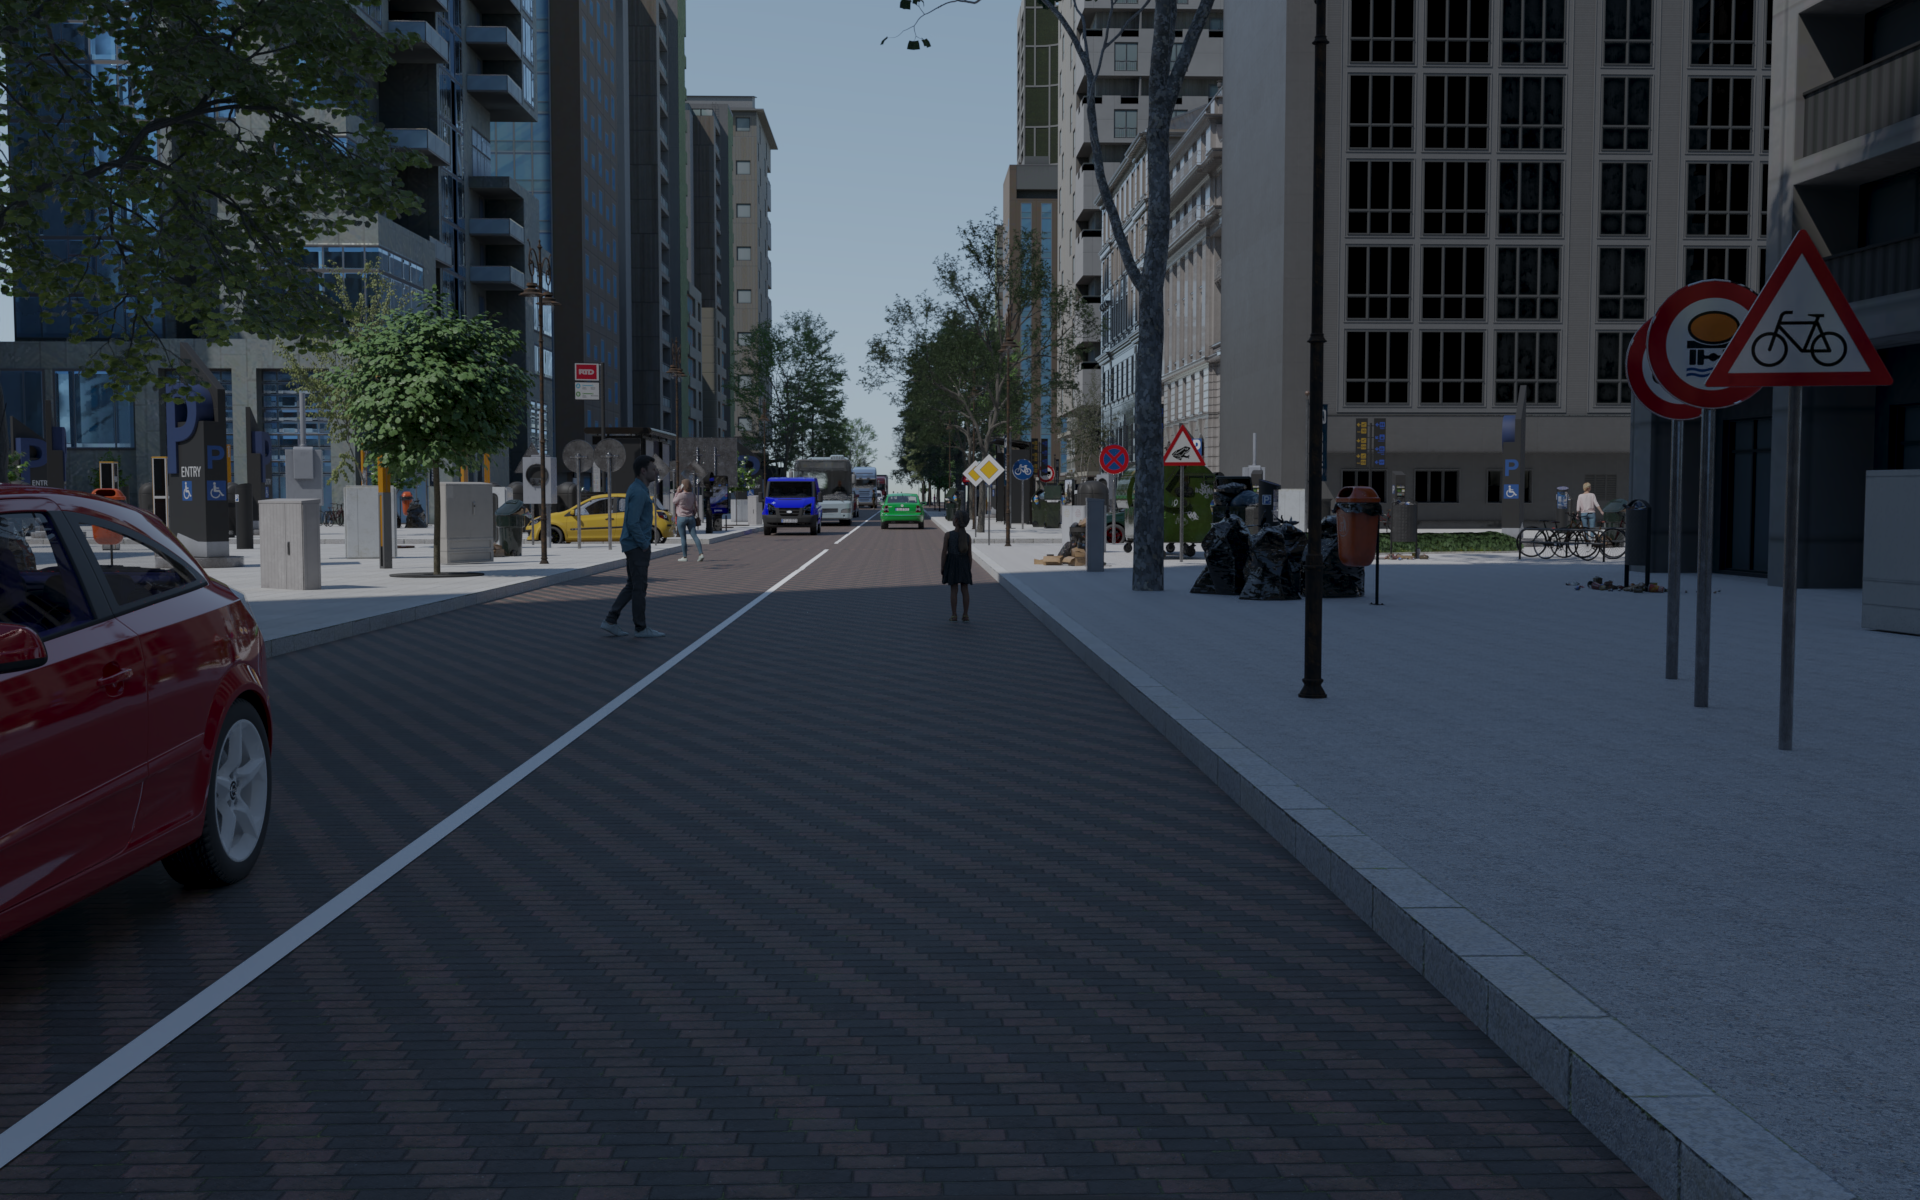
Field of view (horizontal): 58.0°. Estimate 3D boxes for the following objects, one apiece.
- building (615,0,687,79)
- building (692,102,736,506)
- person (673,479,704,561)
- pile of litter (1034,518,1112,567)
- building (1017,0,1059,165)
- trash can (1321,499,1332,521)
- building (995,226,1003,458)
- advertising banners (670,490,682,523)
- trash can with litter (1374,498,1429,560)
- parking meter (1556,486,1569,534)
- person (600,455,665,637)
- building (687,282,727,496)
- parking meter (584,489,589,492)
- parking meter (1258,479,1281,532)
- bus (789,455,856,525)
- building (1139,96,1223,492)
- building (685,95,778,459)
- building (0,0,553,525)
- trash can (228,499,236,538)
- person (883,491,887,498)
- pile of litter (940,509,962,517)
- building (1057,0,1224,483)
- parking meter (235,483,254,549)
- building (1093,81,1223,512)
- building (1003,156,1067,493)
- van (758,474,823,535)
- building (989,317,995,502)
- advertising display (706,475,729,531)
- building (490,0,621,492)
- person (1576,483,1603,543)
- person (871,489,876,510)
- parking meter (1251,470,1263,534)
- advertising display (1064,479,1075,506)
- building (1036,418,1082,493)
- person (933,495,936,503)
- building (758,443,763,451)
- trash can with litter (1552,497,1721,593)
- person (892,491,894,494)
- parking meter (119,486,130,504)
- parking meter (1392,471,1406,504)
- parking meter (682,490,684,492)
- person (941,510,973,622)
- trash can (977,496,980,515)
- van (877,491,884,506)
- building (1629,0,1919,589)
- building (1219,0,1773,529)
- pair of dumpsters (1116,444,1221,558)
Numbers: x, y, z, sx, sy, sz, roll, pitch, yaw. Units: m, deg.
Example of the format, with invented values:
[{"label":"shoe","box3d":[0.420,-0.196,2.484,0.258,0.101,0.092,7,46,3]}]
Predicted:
[{"label":"building","box3d":[-28.706,-27.463,132.617,14.154,41.232,14.086,0,4,-2]},{"label":"building","box3d":[-30.645,-30.123,176.112,14.154,41.232,14.086,0,4,-2]},{"label":"person","box3d":[-5.736,-1.696,36.813,0.593,1.750,0.643,-3,4,-38]},{"label":"pile of litter","box3d":[2.020,-1.058,31.258,1.176,0.858,1.719,-1,4,-21]},{"label":"building","box3d":[16.703,-49.430,246.427,20.563,71.187,20.611,0,4,-2]},{"label":"trash can","box3d":[11.480,-2.656,55.081,0.748,1.137,0.748,0,3,0]},{"label":"building","box3d":[12.222,-35.538,264.639,14.154,41.232,14.086,0,4,-2]},{"label":"advertising banners","box3d":[-11.308,-4.470,69.275,2.074,3.025,0.090,2,4,35]},{"label":"trash can with litter","box3d":[8.357,-1.417,34.224,2.233,1.210,1.678,0,4,-2]},{"label":"parking meter","box3d":[19.497,-2.915,56.074,0.372,1.533,0.369,0,3,0]},{"label":"person","box3d":[-3.298,-0.543,17.391,0.620,1.820,0.660,-1,4,-19]},{"label":"building","box3d":[-36.244,-18.952,154.902,27.650,21.520,28.899,0,4,-2]},{"label":"parking meter","box3d":[-19.571,-5.028,90.621,0.372,1.533,0.369,0,3,0]},{"label":"parking meter","box3d":[5.188,-1.261,29.035,0.372,1.533,0.369,0,3,0]},{"label":"bus","box3d":[-6.344,-5.318,81.809,2.948,3.499,13.247,0,4,-3]},{"label":"building","box3d":[17.538,-15.184,90.054,13.314,21.916,24.055,0,4,-2]},{"label":"building","box3d":[-39.584,-39.390,233.263,28.713,52.752,27.495,0,4,-2]},{"label":"building","box3d":[-32.887,-47.237,85.003,22.319,86.520,31.000,0,4,-2]},{"label":"trash can","box3d":[-21.532,-2.395,50.819,0.748,1.137,0.748,0,3,0]},{"label":"person","box3d":[-10.112,-13.925,236.132,0.705,1.831,1.348,-3,4,-39]},{"label":"pile of litter","box3d":[-0.251,-5.151,98.175,1.719,0.858,1.176,2,4,33]},{"label":"building","box3d":[23.164,-34.498,153.273,28.713,52.752,27.495,0,4,-2]},{"label":"parking meter","box3d":[-16.690,-1.956,40.392,0.372,1.533,0.369,0,3,0]},{"label":"building","box3d":[16.310,-19.396,114.395,12.463,27.353,25.104,0,4,-2]},{"label":"building","box3d":[12.979,-35.450,229.713,14.600,45.320,14.200,0,4,-2]},{"label":"van","box3d":[-5.968,-3.518,61.896,2.240,2.365,5.245,0,4,-3]},{"label":"building","box3d":[11.578,-31.035,279.124,14.160,30.474,14.107,0,4,-2]},{"label":"advertising display","box3d":[-8.401,-3.345,59.911,0.123,1.923,0.974,3,4,38]},{"label":"building","box3d":[-31.202,-28.548,116.874,14.600,45.320,14.200,0,4,-2]},{"label":"person","box3d":[17.149,-2.317,47.059,0.731,1.740,0.598,1,4,16]},{"label":"person","box3d":[-8.047,-9.349,160.986,0.705,1.869,1.348,-1,4,-9]},{"label":"parking meter","box3d":[7.174,-2.212,41.877,0.255,1.863,0.399,1,4,17]},{"label":"advertising display","box3d":[4.591,-4.124,72.644,0.123,1.923,0.974,-1,4,-15]},{"label":"building","box3d":[23.952,-29.841,179.789,32.217,40.220,23.993,0,4,-2]},{"label":"person","box3d":[-3.128,-11.968,207.399,0.599,1.433,0.991,2,4,35]},{"label":"building","box3d":[-42.337,-34.713,259.431,32.217,40.220,23.993,0,4,-2]},{"label":"trash can with litter","box3d":[8.997,-0.748,23.292,1.678,1.210,2.233,-1,4,-9]},{"label":"person","box3d":[-8.576,-13.159,223.628,0.705,1.826,1.348,-1,4,-21]},{"label":"parking meter","box3d":[-25.264,-2.683,52.283,0.372,1.533,0.369,0,3,0]},{"label":"parking meter","box3d":[11.138,-2.342,44.008,0.255,1.863,0.399,0,4,-2]},{"label":"parking meter","box3d":[-13.192,-4.749,83.360,0.399,1.863,0.255,1,4,20]},{"label":"person","box3d":[-0.038,-0.384,19.445,0.362,1.253,0.373,-1,4,-11]},{"label":"trash can","box3d":[0.915,-5.563,102.605,0.748,1.137,0.748,0,3,0]},{"label":"van","box3d":[-10.366,-12.653,213.890,2.013,2.044,4.112,0,4,-2]},{"label":"building","box3d":[21.683,-35.387,16.836,20.563,71.187,20.611,0,4,-2]},{"label":"building","box3d":[23.491,-16.832,68.718,24.014,27.812,14.314,0,4,-2]},{"label":"pair of dumpsters","box3d":[4.256,-2.028,35.658,1.574,2.255,4.437,0,4,-2]}]
